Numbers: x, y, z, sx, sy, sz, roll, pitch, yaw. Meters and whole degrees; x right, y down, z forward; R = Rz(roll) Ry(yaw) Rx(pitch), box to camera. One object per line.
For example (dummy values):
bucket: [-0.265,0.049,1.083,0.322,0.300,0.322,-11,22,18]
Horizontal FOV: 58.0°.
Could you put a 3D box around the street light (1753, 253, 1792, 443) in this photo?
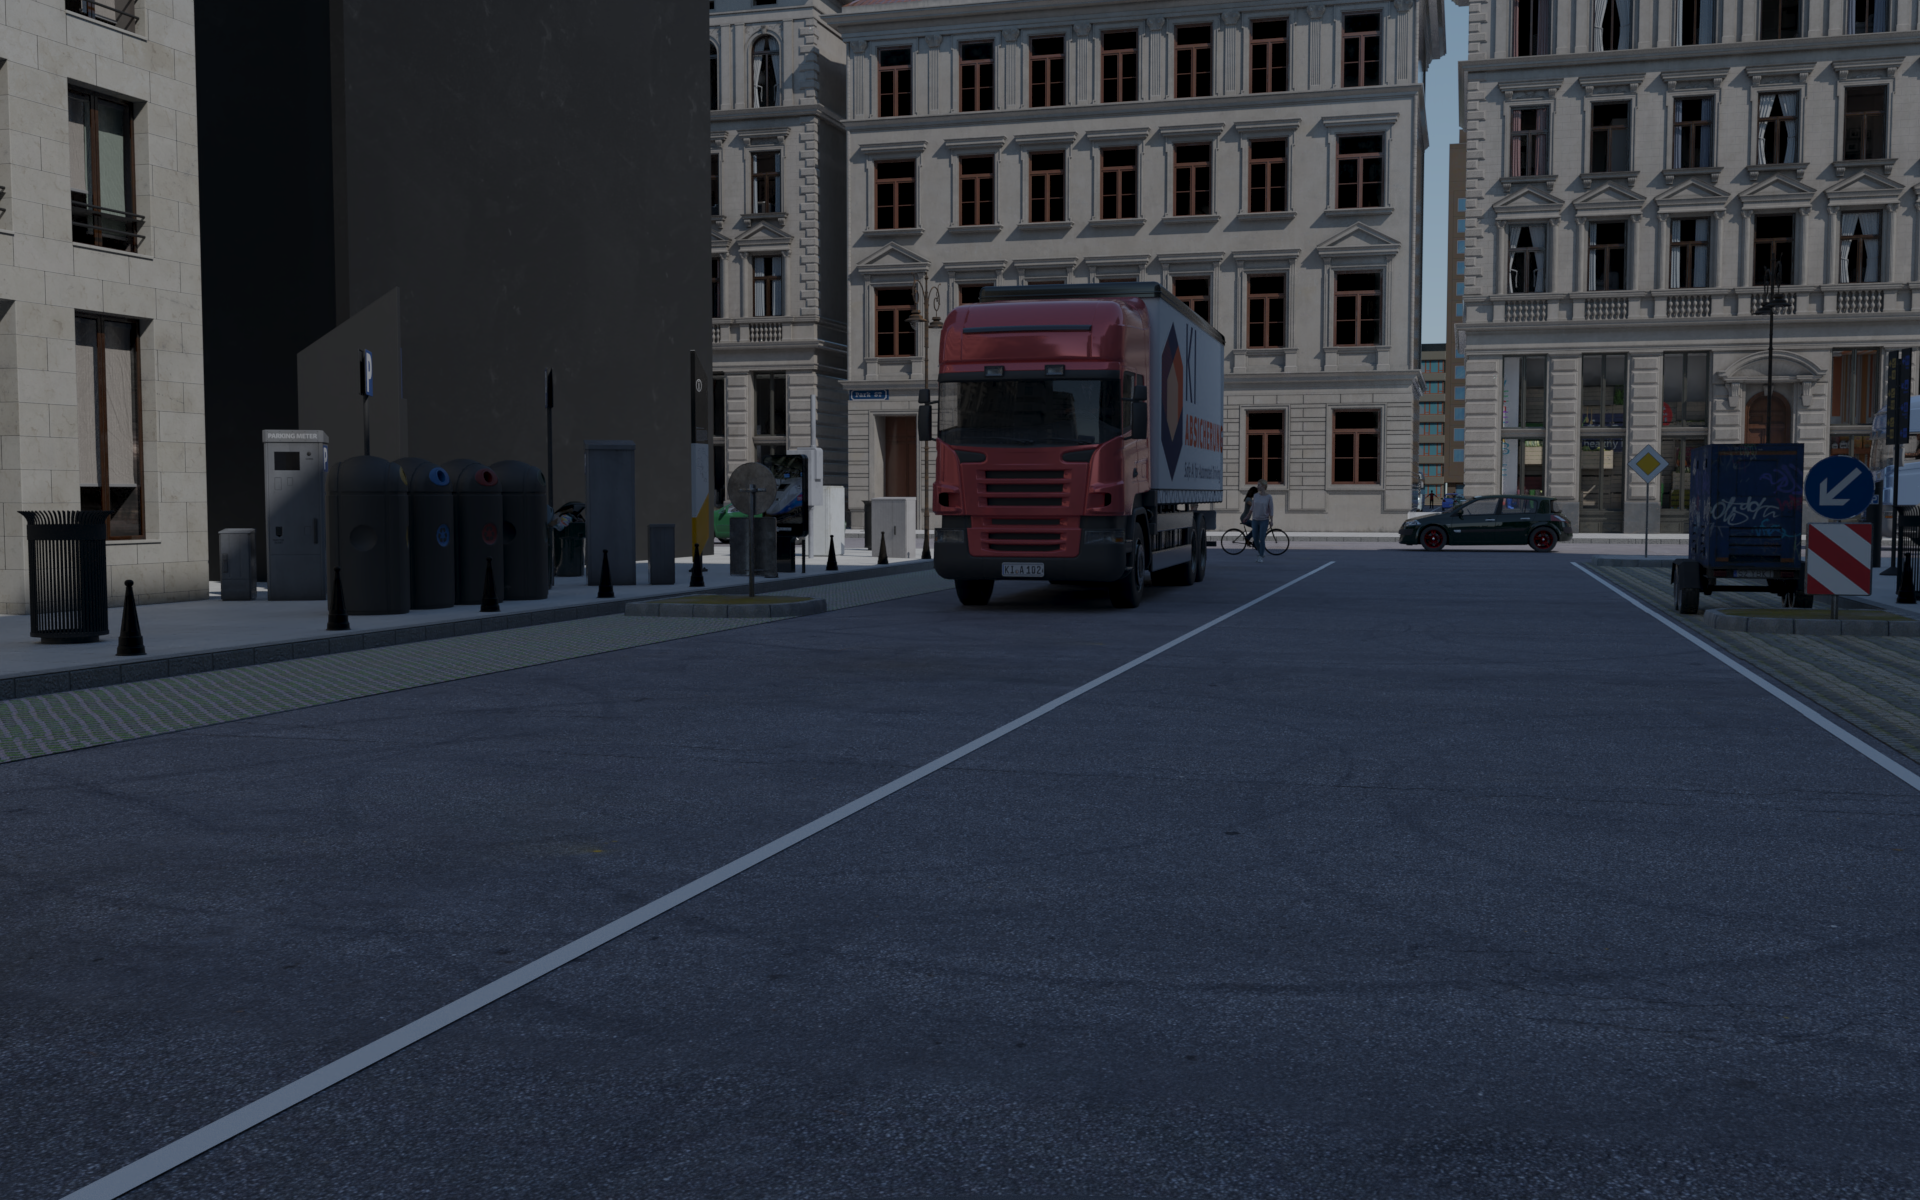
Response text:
street light: [15.579,-3.704,33.348,0.468,5.910,1.993,1,4,16]

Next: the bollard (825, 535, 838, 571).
bollard: [-2.150,-0.797,29.077,0.229,0.601,0.229,0,3,0]

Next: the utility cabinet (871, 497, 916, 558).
utility cabinet: [-1.348,-1.455,34.954,1.020,1.237,0.306,3,5,44]

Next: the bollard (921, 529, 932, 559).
bollard: [-0.666,-1.108,34.160,0.229,0.601,0.229,0,3,0]

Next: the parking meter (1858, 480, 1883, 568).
parking meter: [15.930,-1.340,30.315,0.372,1.533,0.369,0,3,0]

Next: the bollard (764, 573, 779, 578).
bollard: [-2.889,-0.642,26.534,0.229,0.601,0.229,0,3,0]

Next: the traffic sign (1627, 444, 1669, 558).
traffic sign: [13.846,-1.912,34.903,0.795,2.450,0.064,1,4,16]

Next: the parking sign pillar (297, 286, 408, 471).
parking sign pillar: [-7.958,-2.096,22.739,1.447,3.967,1.447,0,4,-3]

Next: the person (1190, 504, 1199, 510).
person: [5.280,-1.621,39.688,0.352,1.250,0.332,0,4,1]

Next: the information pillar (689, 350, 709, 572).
information pillar: [-4.289,-2.273,28.514,0.183,3.616,0.504,1,4,17]

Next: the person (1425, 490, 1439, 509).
person: [46.141,-9.846,169.413,1.348,1.831,0.705,1,4,14]

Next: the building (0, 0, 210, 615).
building: [-16.446,-9.729,13.828,10.420,20.320,16.860,1,4,16]

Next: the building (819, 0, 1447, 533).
building: [6.801,-13.930,63.913,21.152,22.565,11.583,1,4,16]

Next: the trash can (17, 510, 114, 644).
trash can: [-7.715,-0.204,14.982,0.748,1.137,0.748,0,3,0]

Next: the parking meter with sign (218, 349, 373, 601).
parking meter with sign: [-8.028,-1.510,20.944,1.738,3.016,0.543,-1,4,-11]

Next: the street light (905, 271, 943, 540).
street light: [-0.698,-3.876,36.153,0.468,5.910,1.993,1,4,16]

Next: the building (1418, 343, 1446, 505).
building: [48.591,-23.342,226.675,28.899,21.520,27.650,1,4,16]

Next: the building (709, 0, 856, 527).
building: [-12.824,-14.746,69.969,19.941,23.489,11.050,1,4,16]

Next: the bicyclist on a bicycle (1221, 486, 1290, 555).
bicyclist on a bicycle: [6.905,-1.864,40.492,1.625,1.676,1.499,1,4,17]

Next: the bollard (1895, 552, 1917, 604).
bollard: [11.091,-0.259,20.281,0.229,0.601,0.229,0,3,0]

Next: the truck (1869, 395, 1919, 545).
truck: [31.675,-3.181,41.762,18.799,4.110,2.967,1,4,18]

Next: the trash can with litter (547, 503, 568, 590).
trash can with litter: [-5.629,-0.707,22.947,0.624,1.170,1.055,0,4,-5]

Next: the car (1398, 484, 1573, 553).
car: [13.162,-2.060,43.468,4.222,1.686,2.009,1,4,16]

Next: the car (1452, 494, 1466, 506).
car: [40.113,-7.686,137.460,2.131,1.459,4.920,1,4,18]

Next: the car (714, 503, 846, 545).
car: [-5.714,-2.324,49.789,4.920,1.459,2.131,1,4,18]

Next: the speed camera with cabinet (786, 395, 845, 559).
speed camera with cabinet: [-2.937,-2.503,35.260,0.660,3.252,2.038,1,4,14]

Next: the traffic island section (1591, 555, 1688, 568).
traffic island section: [13.871,-0.776,34.973,2.009,0.180,2.903,1,4,16]

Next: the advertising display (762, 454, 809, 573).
advertising display: [-2.855,-1.411,28.287,0.974,1.923,0.123,3,5,40]

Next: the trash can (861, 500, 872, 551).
trash can: [-1.874,-1.698,39.412,0.748,1.137,0.748,0,3,0]

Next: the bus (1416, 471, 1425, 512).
bus: [34.675,-8.556,134.750,2.948,3.499,13.247,1,4,17]

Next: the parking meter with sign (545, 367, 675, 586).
parking meter with sign: [-4.906,-1.717,24.328,1.738,3.016,0.543,-1,4,-16]

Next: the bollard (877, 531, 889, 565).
bollard: [-1.408,-0.953,31.618,0.229,0.601,0.229,0,3,0]

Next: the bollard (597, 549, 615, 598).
bollard: [-4.383,-0.329,21.421,0.229,0.601,0.229,0,3,0]

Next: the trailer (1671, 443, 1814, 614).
trailer: [9.565,-0.874,21.347,1.471,1.999,3.904,1,4,18]

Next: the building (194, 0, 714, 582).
building: [-14.486,-12.379,32.075,15.834,23.373,12.332,1,4,16]

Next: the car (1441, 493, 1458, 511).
car: [42.234,-8.504,148.638,1.945,1.707,3.694,1,4,15]

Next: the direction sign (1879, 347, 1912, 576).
direction sign: [14.727,-2.155,27.233,0.379,3.537,0.876,1,4,9]

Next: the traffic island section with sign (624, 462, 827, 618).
traffic island section with sign: [-2.701,-0.748,20.863,1.989,1.847,2.006,1,4,16]

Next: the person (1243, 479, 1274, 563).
person: [6.278,-1.660,36.320,0.731,1.740,0.598,2,4,28]

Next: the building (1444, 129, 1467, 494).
building: [67.545,-34.488,213.986,14.200,45.320,14.600,1,4,16]

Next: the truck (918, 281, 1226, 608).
truck: [2.024,-2.229,25.355,2.839,4.237,11.283,1,4,15]

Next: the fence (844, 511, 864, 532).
fence: [-3.857,-2.742,60.201,0.278,0.683,2.069,-2,4,-35]

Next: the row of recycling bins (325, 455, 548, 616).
row of recycling bins: [-5.961,-0.780,19.869,1.069,1.692,3.534,1,4,19]

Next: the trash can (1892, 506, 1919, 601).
trash can: [11.680,-0.568,20.948,0.748,1.137,0.748,0,3,0]

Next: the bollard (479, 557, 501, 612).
bollard: [-5.127,-0.174,18.880,0.229,0.601,0.229,0,3,0]

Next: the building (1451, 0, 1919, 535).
building: [26.774,-14.044,58.504,19.941,23.489,11.050,1,4,16]

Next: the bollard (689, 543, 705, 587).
bollard: [-3.641,-0.485,23.967,0.229,0.601,0.229,0,3,0]

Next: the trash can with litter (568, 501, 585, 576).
trash can with litter: [-6.299,-0.959,27.060,1.055,1.170,0.624,3,4,37]

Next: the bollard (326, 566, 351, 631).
bollard: [-5.871,-0.018,16.339,0.229,0.601,0.229,0,3,0]

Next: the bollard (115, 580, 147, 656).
bollard: [-6.610,0.138,13.793,0.229,0.601,0.229,0,3,0]

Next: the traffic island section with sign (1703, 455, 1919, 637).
traffic island section with sign: [9.044,-0.597,18.382,1.989,1.847,2.006,1,4,16]

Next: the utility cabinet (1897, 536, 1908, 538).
utility cabinet: [27.523,-2.540,50.212,1.173,1.500,0.318,-2,4,-33]
